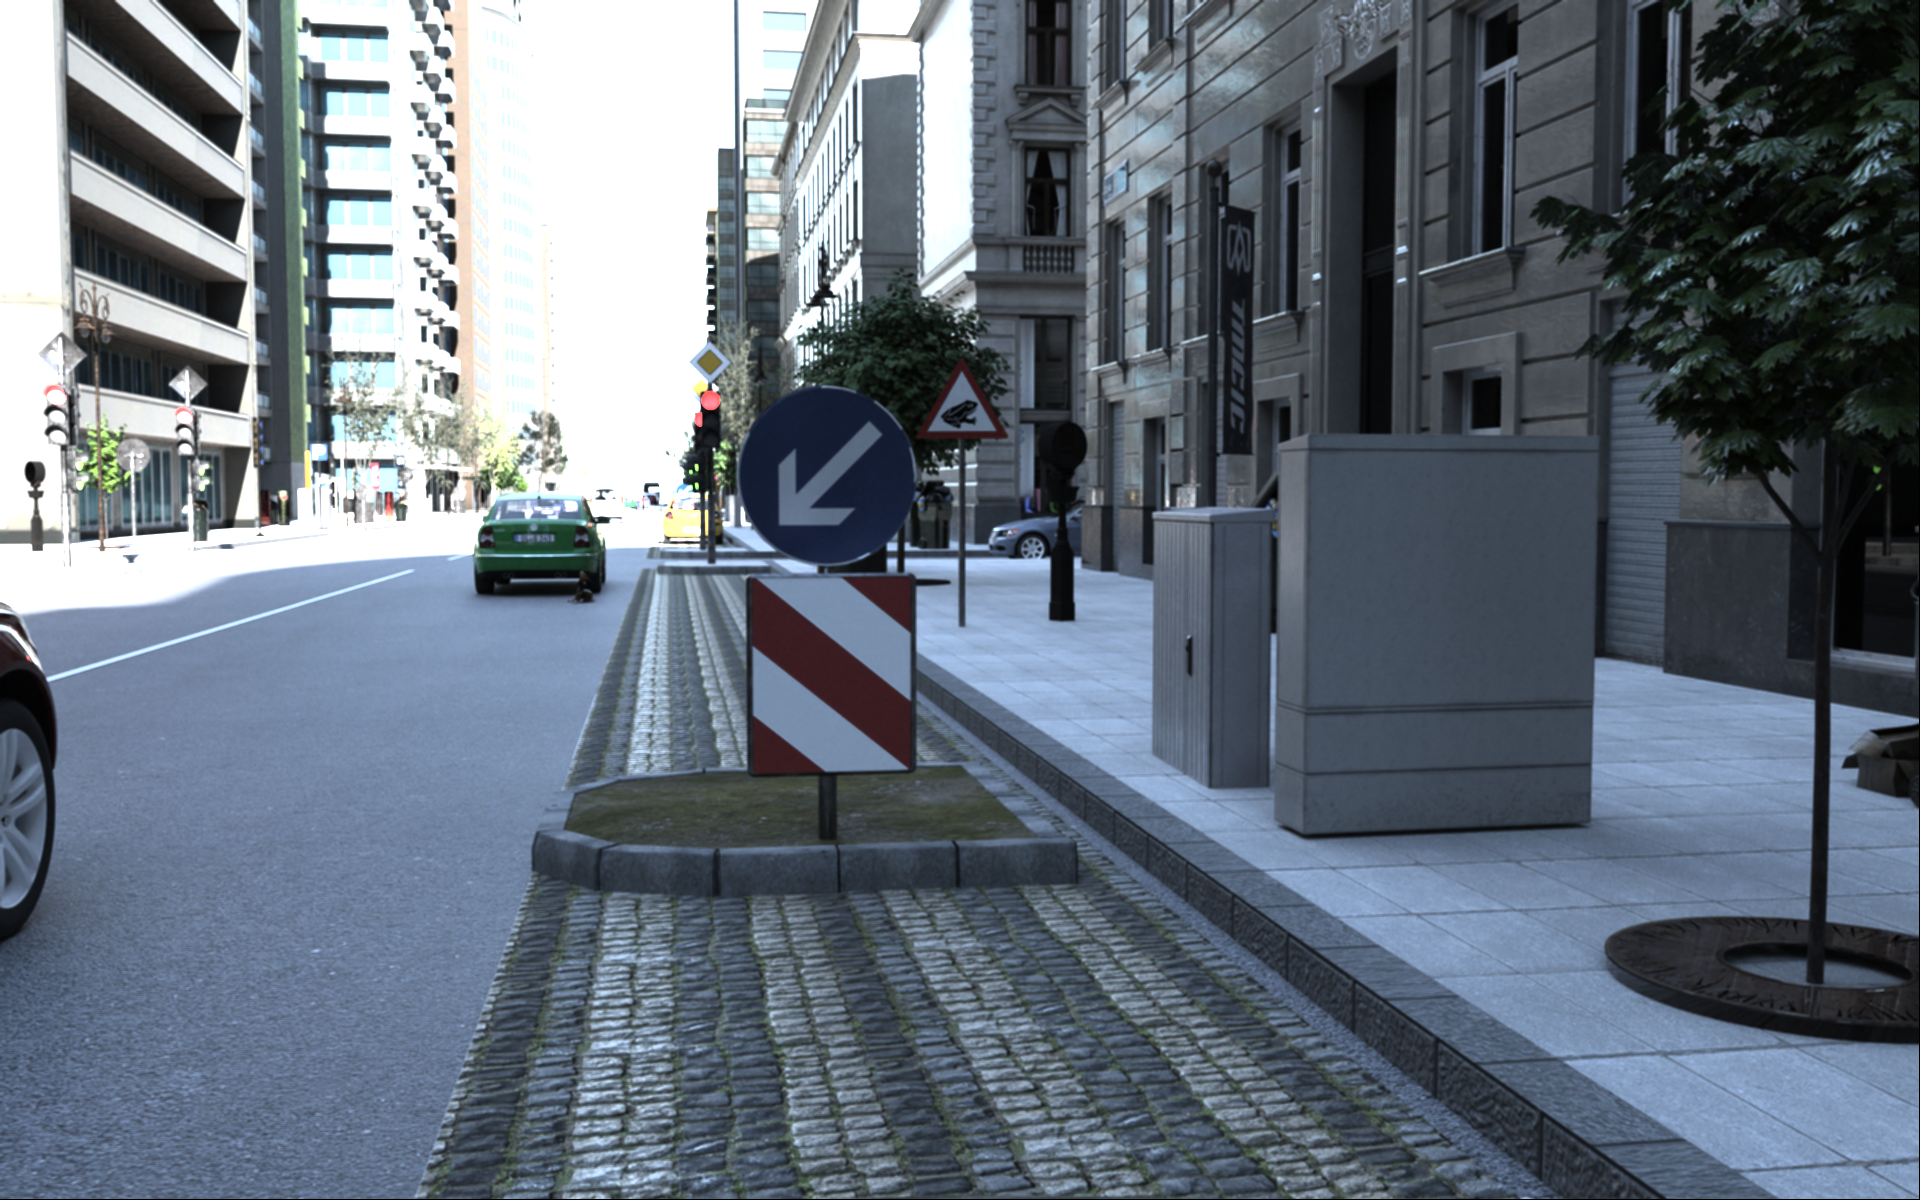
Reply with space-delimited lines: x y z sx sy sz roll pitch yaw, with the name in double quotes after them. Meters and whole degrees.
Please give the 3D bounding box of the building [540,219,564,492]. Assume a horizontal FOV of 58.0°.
-65.210 -34.679 250.589 14.154 41.232 14.086 -1 4 -10 "building"

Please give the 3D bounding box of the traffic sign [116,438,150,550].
-18.886 -2.413 39.564 0.768 2.556 0.104 0 4 -2 "traffic sign"

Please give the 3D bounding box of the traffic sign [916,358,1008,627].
0.018 -1.020 16.686 0.884 2.594 0.081 0 4 0 "traffic sign"

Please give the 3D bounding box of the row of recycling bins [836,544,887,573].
-1.795 -1.347 29.143 1.069 1.692 3.534 -1 4 -9 "row of recycling bins"

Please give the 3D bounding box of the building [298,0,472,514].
-48.524 -30.857 124.122 23.786 49.044 30.456 -1 4 -10 "building"

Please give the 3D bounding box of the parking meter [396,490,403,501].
-34.644 -6.034 107.064 0.372 1.533 0.369 0 3 0 "parking meter"

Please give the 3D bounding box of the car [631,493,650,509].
-31.141 -9.729 168.656 1.945 1.707 3.694 0 4 -8 "car"

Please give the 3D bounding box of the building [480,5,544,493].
-62.084 -40.731 207.955 21.231 58.520 28.212 -1 4 -10 "building"

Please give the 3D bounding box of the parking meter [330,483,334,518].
-31.539 -4.946 86.576 0.255 1.863 0.399 1 4 22 "parking meter"

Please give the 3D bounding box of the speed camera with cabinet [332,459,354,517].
-35.069 -6.419 99.283 0.660 3.252 2.038 1 4 21 "speed camera with cabinet"

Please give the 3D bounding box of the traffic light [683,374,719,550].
-5.933 -3.108 39.733 0.839 4.253 0.868 -1 4 -10 "traffic light"

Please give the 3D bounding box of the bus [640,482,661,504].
-46.536 -16.255 260.630 2.948 3.499 13.247 -1 4 -12 "bus"

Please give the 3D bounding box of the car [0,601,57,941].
-3.820 0.298 3.808 2.281 1.827 5.304 0 4 -8 "car"

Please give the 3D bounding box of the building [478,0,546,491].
-66.660 -48.517 231.508 20.563 71.187 20.611 -1 4 -10 "building"

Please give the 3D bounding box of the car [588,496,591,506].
-35.790 -9.831 170.954 2.015 1.641 3.980 -1 4 -9 "car"

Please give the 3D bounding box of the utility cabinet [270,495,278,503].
-31.249 -4.094 78.102 1.020 1.237 0.306 1 4 22 "utility cabinet"

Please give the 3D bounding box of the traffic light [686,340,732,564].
-4.605 -2.626 31.859 0.839 4.253 0.868 -1 4 -10 "traffic light"

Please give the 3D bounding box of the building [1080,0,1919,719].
9.666 -13.507 18.096 12.463 27.353 25.104 -1 4 -10 "building"

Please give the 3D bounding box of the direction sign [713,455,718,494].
-13.559 -6.345 95.742 0.379 3.537 0.876 -3 4 -37 "direction sign"

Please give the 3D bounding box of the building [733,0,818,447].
-9.266 -37.318 152.150 21.231 58.520 28.212 -1 4 -10 "building"

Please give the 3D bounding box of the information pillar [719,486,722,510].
-15.834 -7.542 114.670 0.183 3.616 0.504 -2 4 -25 "information pillar"

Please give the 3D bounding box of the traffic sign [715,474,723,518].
-12.887 -5.739 93.931 0.768 2.556 0.104 0 4 -6 "traffic sign"

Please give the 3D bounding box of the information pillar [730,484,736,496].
-13.922 -6.220 106.196 0.304 2.012 0.304 0 4 1 "information pillar"

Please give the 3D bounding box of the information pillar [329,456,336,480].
-38.813 -7.085 107.192 0.183 3.616 0.504 1 4 22 "information pillar"

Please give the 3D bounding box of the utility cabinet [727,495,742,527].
-8.714 -3.433 67.295 0.306 1.237 1.020 -1 4 -19 "utility cabinet"

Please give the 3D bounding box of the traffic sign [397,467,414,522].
-25.719 -4.908 80.348 0.768 2.556 0.104 0 4 -5 "traffic sign"

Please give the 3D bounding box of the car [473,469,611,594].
-6.336 -1.076 26.394 1.959 1.807 4.718 -1 4 -10 "car"

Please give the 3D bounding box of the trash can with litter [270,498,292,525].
-28.477 -3.724 72.279 1.055 1.170 0.624 -2 4 -31 "trash can with litter"

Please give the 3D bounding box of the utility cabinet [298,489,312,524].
-27.587 -3.929 72.915 0.318 1.500 1.173 -1 4 -10 "utility cabinet"

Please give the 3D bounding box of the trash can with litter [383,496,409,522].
-25.847 -4.156 79.331 1.055 1.170 0.624 -3 4 -36 "trash can with litter"

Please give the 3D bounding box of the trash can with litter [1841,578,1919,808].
4.056 0.260 7.141 0.624 1.170 1.055 0 4 -7 "trash can with litter"

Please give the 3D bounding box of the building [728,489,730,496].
-13.401 -45.190 177.104 20.563 71.187 20.611 -1 4 -10 "building"

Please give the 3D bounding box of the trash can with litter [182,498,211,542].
-20.463 -2.146 46.479 0.624 1.170 1.055 -1 4 -17 "trash can with litter"

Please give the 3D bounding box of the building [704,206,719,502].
-26.910 -36.978 259.218 22.147 44.769 28.867 -1 4 -10 "building"

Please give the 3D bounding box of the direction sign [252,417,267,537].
-20.831 -3.636 51.452 0.379 3.537 0.876 0 4 -5 "direction sign"

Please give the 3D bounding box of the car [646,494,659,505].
-40.718 -13.397 228.082 2.155 1.783 4.494 0 4 -8 "car"

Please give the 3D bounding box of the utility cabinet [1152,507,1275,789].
1.144 0.192 8.021 0.306 1.237 1.020 0 4 -8 "utility cabinet"

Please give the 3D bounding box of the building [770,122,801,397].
-4.347 -18.730 103.497 12.463 27.353 25.104 -1 4 -10 "building"

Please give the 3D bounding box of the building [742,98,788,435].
-9.366 -21.963 130.793 14.160 30.474 14.107 -1 4 -10 "building"

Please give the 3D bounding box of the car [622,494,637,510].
-30.031 -9.042 156.638 1.959 1.807 4.718 -1 4 -10 "car"

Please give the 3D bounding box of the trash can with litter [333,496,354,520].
-30.410 -4.520 84.954 2.233 1.210 1.678 -2 4 -27 "trash can with litter"

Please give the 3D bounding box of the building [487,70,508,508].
-50.187 -29.205 161.093 14.154 41.232 14.086 -1 4 -10 "building"

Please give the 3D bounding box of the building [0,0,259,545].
-34.855 -26.136 51.028 21.300 48.544 21.600 -1 4 -10 "building"

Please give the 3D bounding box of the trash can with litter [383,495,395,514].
-36.218 -6.041 109.829 2.233 1.210 1.678 -2 4 -24 "trash can with litter"

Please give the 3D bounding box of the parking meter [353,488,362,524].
-25.631 -3.995 73.735 0.372 1.533 0.369 0 3 0 "parking meter"

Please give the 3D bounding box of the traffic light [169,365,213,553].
-16.838 -2.995 37.886 0.839 4.253 0.868 -1 4 -10 "traffic light"

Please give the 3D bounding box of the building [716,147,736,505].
-22.036 -32.072 207.973 14.154 41.232 14.086 -1 4 -10 "building"

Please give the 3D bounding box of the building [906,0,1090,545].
8.685 -13.496 49.540 19.941 23.489 11.050 -1 4 -10 "building"

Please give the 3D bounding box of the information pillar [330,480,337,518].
-33.935 -5.457 93.710 0.304 2.012 0.304 -2 4 -33 "information pillar"

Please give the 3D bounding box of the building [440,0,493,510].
-47.750 -30.389 146.965 14.600 45.320 14.200 -1 4 -10 "building"

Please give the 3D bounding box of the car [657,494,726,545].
-7.769 -2.446 50.222 2.015 1.641 3.980 -1 4 -10 "car"

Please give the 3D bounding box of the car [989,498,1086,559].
2.842 -1.488 36.336 4.499 1.417 2.014 0 4 -8 "car"

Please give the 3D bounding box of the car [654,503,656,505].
-41.941 -13.578 234.006 2.014 1.417 4.499 -1 4 -9 "car"

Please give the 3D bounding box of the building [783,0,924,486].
1.290 -14.875 76.491 16.112 22.955 30.059 -1 4 -10 "building"

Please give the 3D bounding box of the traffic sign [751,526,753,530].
-7.484 -3.806 62.334 0.768 2.556 0.104 0 4 -2 "traffic sign"

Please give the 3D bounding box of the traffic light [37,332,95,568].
-15.511 -2.513 30.012 0.839 4.253 0.868 -1 4 -10 "traffic light"

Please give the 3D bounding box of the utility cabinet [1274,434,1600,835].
1.816 0.125 6.639 1.173 1.500 0.318 -1 4 -11 "utility cabinet"

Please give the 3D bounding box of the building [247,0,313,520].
-39.801 -24.362 81.919 14.154 41.232 14.086 -1 4 -10 "building"

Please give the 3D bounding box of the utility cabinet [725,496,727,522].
-10.788 -4.254 80.707 0.306 1.237 1.020 0 4 -4 "utility cabinet"
